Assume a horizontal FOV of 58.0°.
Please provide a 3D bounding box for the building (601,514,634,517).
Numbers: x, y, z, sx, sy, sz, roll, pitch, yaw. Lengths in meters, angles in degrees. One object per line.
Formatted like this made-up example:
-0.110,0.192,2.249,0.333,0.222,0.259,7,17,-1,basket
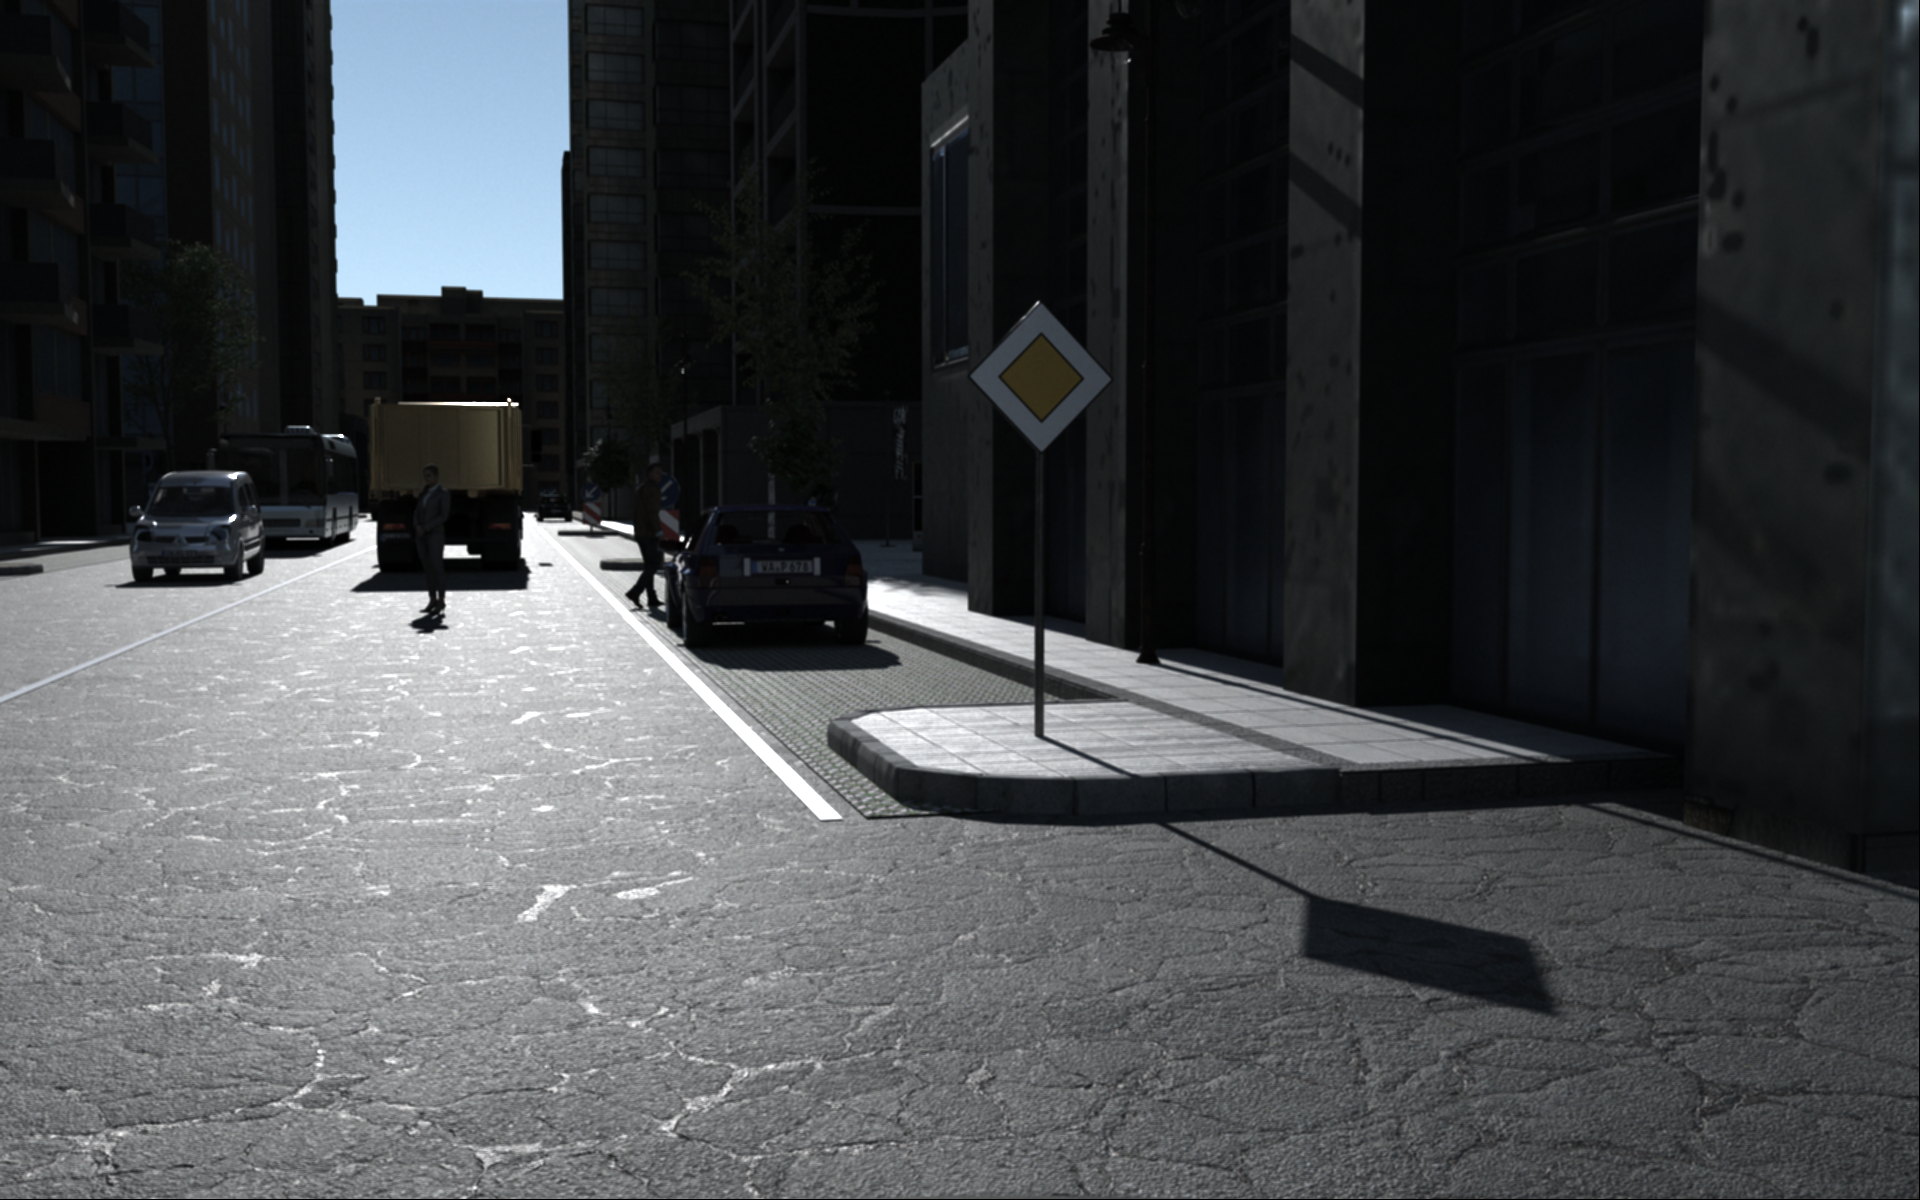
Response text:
-15.152,-25.603,102.206,14.154,41.232,14.086,-1,4,-15,building

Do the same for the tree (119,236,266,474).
-30.503,-8.610,66.525,9.928,11.665,9.643,0,3,0,tree

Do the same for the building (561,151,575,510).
-27.246,-23.150,150.195,14.160,30.474,14.107,-1,4,-15,building

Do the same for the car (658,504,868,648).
-2.043,-0.305,17.560,1.945,1.354,3.894,-1,4,-13,car

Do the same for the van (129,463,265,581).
-13.103,-1.398,29.872,2.013,2.044,4.112,-1,4,-15,van

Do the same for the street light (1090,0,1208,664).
1.432,-2.460,13.015,0.468,5.910,1.993,-1,4,-15,street light

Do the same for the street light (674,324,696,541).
-7.500,-4.559,47.331,0.468,5.910,1.993,-1,4,-15,street light

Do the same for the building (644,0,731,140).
-7.082,-18.700,77.439,14.160,30.474,14.107,-1,4,-15,building

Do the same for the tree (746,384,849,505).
-2.761,-2.205,30.651,1.663,3.219,1.824,0,3,0,tree

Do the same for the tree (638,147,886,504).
-3.880,-5.341,37.685,4.737,8.622,4.395,0,3,0,tree

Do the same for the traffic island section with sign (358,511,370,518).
-36.929,-5.871,104.617,1.989,1.847,2.006,-1,4,-15,traffic island section with sign

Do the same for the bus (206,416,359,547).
-18.836,-3.312,49.018,2.948,3.499,13.247,-1,4,-15,bus

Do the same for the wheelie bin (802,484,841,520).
-2.644,-1.543,33.140,0.693,1.594,0.980,0,4,1,wheelie bin

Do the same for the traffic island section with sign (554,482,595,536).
-12.894,-3.136,59.901,1.989,1.847,2.006,-1,4,-15,traffic island section with sign

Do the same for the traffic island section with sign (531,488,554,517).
-25.522,-6.073,107.922,1.989,1.847,2.006,-1,4,-15,traffic island section with sign

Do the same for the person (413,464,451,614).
-6.413,-0.740,20.870,0.520,1.790,0.573,1,4,12,person

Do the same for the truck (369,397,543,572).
-10.362,-2.432,35.688,3.469,3.379,9.791,-1,4,-14,truck

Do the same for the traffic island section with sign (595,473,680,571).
-5.877,-1.503,33.203,1.989,1.847,2.006,-1,4,-15,traffic island section with sign

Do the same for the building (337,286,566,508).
-49.796,-20.147,174.446,28.899,21.520,27.650,-1,4,-15,building

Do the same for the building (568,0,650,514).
-23.476,-27.689,136.308,14.154,41.232,14.086,-1,4,-15,building

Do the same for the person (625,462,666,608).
-3.917,-0.820,21.820,0.656,1.842,0.836,2,4,26,person

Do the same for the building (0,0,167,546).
-34.256,-23.840,44.406,22.147,44.769,28.867,-1,4,-15,building

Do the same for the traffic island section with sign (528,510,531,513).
-32.431,-7.679,134.180,1.989,1.847,2.006,-1,4,-15,traffic island section with sign

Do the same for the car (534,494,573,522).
-21.322,-4.965,90.958,2.009,1.686,4.222,-1,4,-16,car

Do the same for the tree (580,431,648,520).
-17.331,-6.338,87.333,4.285,4.588,4.351,0,3,0,tree

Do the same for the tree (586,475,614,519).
-18.535,-5.859,90.404,1.663,3.219,1.824,0,3,0,tree

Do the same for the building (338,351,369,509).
-64.370,-50.331,135.591,31.000,86.520,22.319,-1,4,-15,building

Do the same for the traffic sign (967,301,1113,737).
0.416,-0.334,9.109,0.795,2.450,0.064,-1,4,-15,traffic sign

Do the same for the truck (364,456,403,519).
-32.879,-6.872,101.270,2.839,4.237,11.283,-1,4,-13,truck

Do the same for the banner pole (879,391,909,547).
-1.585,-3.189,42.156,0.863,3.779,0.401,-3,5,-40,banner pole

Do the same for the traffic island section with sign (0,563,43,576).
-17.509,-1.352,30.735,1.989,1.847,2.006,-1,4,-15,traffic island section with sign

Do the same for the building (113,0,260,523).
-42.090,-26.441,82.422,14.600,45.320,14.200,-1,4,-15,building

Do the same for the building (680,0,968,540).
2.174,-37.566,52.452,20.563,71.187,20.611,-1,4,-15,building

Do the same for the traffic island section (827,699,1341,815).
0.437,0.801,9.192,2.009,0.180,2.903,-1,4,-15,traffic island section

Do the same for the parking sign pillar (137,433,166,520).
-35.096,-5.321,75.469,1.447,3.967,1.447,3,5,41,parking sign pillar

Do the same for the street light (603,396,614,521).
-16.529,-6.653,81.559,0.468,5.910,1.993,-1,4,-15,street light

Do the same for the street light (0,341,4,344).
-22.439,-4.106,39.918,0.468,5.910,1.993,-1,4,-15,street light

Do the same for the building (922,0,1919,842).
15.548,-43.176,18.594,31.000,86.520,22.319,-1,4,-15,building

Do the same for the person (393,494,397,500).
-26.391,-4.261,81.407,0.421,1.427,0.697,3,4,38,person

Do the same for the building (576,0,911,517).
-15.933,-41.635,118.990,20.563,71.187,20.611,-1,4,-15,building

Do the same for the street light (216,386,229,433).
-31.465,-6.205,74.236,0.468,5.910,1.993,-1,4,-15,street light

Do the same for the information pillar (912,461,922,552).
-0.892,-2.092,38.703,0.304,2.012,0.304,0,4,7,information pillar

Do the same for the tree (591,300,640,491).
-12.247,-7.117,66.726,4.737,8.622,4.395,0,3,0,tree

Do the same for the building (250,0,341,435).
-51.108,-26.663,119.538,14.154,41.232,14.086,-1,4,-15,building
